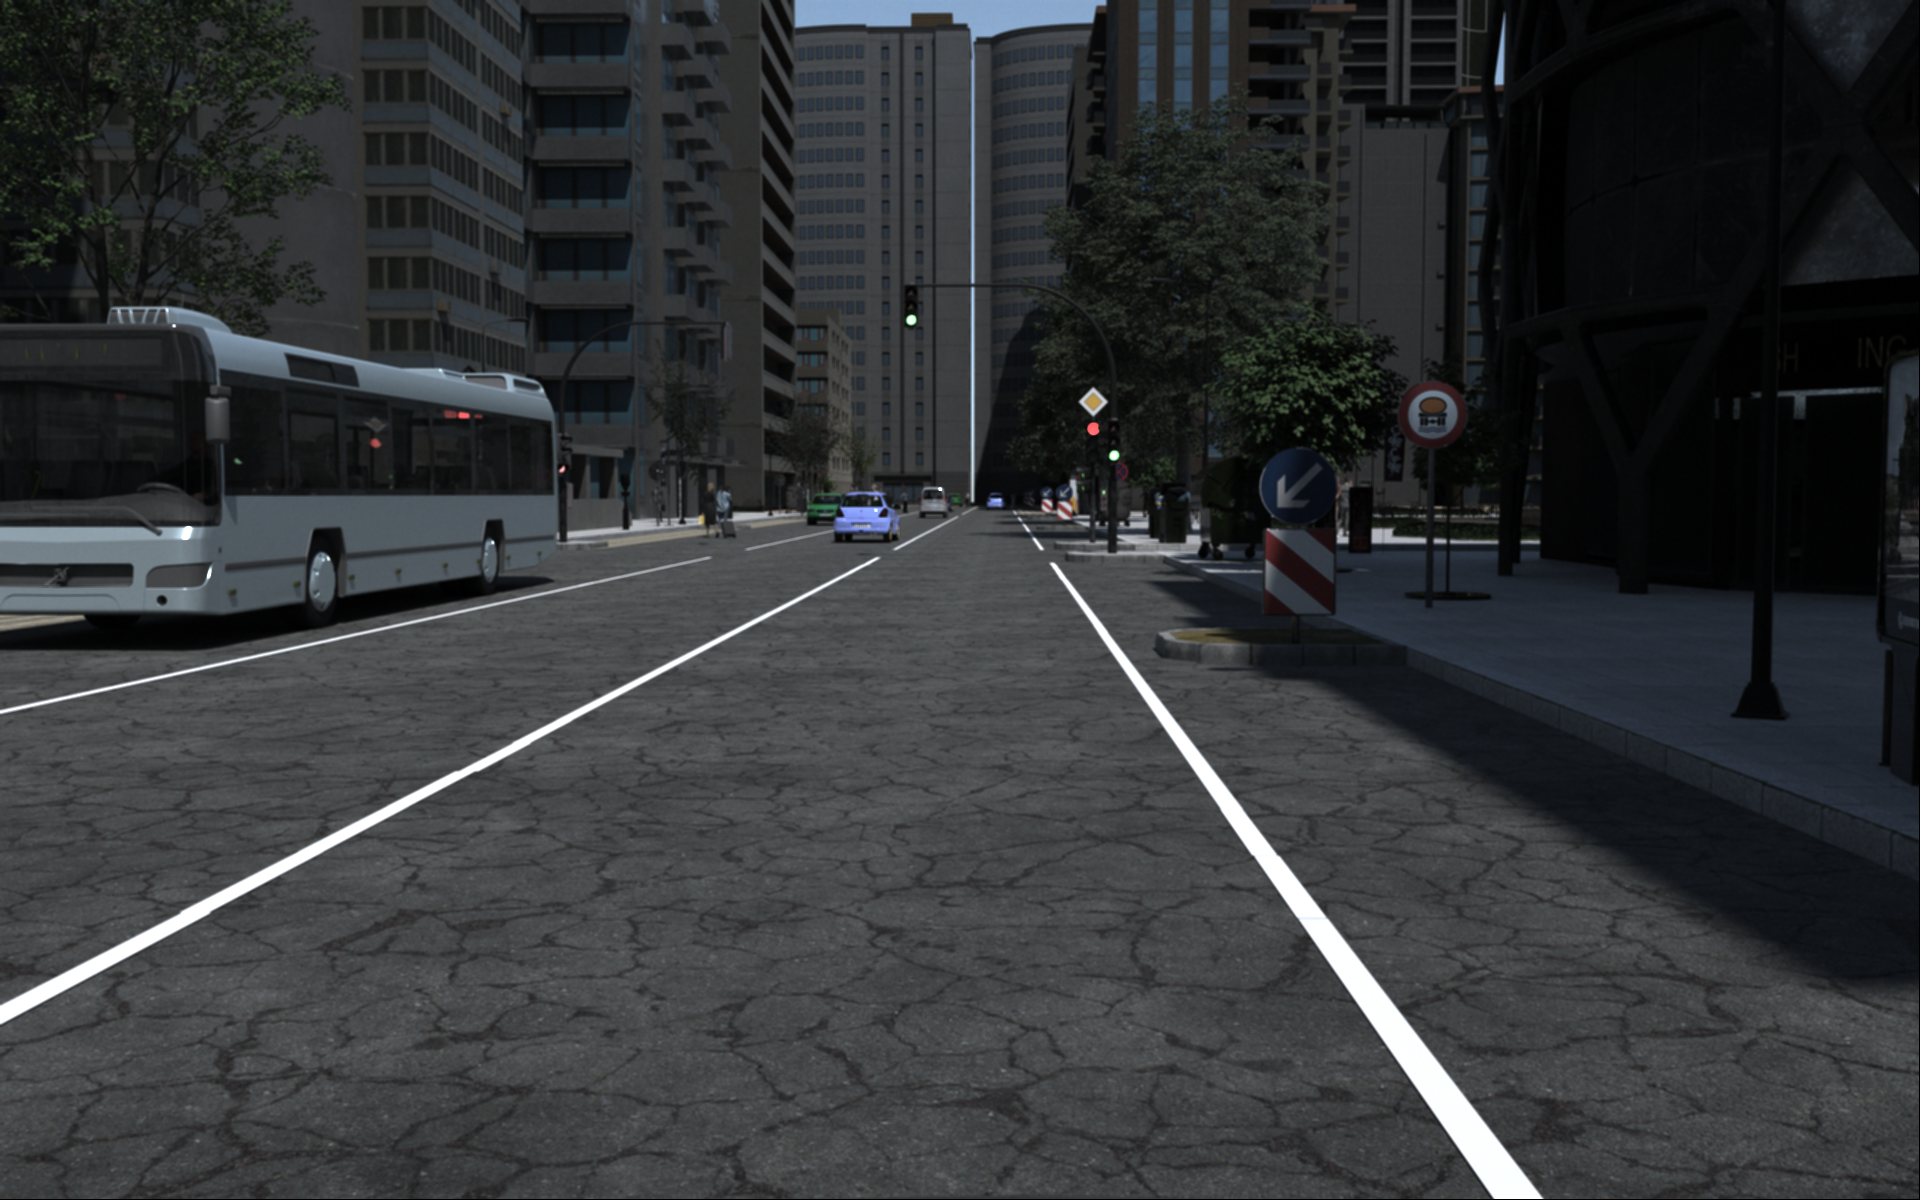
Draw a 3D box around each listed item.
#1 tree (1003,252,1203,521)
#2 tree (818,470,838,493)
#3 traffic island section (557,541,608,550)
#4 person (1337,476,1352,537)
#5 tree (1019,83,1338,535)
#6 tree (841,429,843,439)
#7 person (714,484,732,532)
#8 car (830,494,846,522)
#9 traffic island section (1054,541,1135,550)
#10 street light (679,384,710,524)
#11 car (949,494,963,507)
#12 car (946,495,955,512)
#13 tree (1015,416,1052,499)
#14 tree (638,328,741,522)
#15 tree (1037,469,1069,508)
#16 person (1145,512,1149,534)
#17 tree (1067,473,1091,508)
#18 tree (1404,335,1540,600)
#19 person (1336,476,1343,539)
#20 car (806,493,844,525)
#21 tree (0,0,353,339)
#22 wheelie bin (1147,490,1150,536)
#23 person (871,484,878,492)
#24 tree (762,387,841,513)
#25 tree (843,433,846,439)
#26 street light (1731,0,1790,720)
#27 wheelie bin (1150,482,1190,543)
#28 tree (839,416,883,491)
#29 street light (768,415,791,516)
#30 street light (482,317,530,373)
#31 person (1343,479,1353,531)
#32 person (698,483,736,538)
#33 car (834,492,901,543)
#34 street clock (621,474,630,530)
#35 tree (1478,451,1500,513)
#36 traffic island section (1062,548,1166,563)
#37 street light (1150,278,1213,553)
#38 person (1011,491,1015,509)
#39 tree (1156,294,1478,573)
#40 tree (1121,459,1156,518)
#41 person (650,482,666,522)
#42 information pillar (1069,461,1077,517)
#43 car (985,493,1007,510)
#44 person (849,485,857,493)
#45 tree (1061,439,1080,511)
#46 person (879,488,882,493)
[{"bbox_3d":[6.785,-10.035,81.084,9.611,12.733,9.660,0,3,0],"label":"tree"},{"bbox_3d":[-10.812,-8.855,139.381,1.663,3.219,1.824,0,3,0],"label":"tree"},{"bbox_3d":[-10.528,-1.444,45.888,2.009,0.180,2.903,0,4,1],"label":"traffic island section"},{"bbox_3d":[11.644,-2.821,52.291,0.709,1.813,0.853,3,5,41],"label":"person"},{"bbox_3d":[6.889,-9.018,54.108,9.857,13.997,8.962,0,3,0],"label":"tree"},{"bbox_3d":[-11.042,-10.656,124.584,4.360,8.622,3.978,0,3,0],"label":"tree"},{"bbox_3d":[-8.842,-3.408,64.491,0.793,1.790,0.793,0,4,-8],"label":"person"},{"bbox_3d":[-5.924,-4.990,91.371,2.009,1.686,4.222,0,4,0],"label":"car"},{"bbox_3d":[3.509,-1.423,45.548,2.009,0.180,2.903,0,4,1],"label":"traffic island section"},{"bbox_3d":[-11.226,-6.159,73.245,1.470,5.913,1.316,0,4,1],"label":"street light"},{"bbox_3d":[-0.628,-11.424,195.578,1.959,1.807,4.718,0,4,2],"label":"car"},{"bbox_3d":[-1.462,-7.929,141.641,2.014,1.417,4.499,0,4,3],"label":"car"},{"bbox_3d":[10.283,-16.646,197.917,9.928,11.665,9.643,0,3,0],"label":"tree"},{"bbox_3d":[-12.208,-7.738,76.883,4.360,8.622,3.978,0,3,0],"label":"tree"},{"bbox_3d":[8.621,-10.638,157.645,4.285,4.588,4.351,0,3,0],"label":"tree"},{"bbox_3d":[6.278,-2.798,56.039,0.590,1.304,0.306,1,4,19],"label":"person"},{"bbox_3d":[8.513,-7.730,120.981,1.663,3.219,1.824,0,3,0],"label":"tree"},{"bbox_3d":[5.946,-1.626,21.182,1.663,3.219,1.824,0,3,0],"label":"tree"},{"bbox_3d":[10.707,-2.688,49.968,0.580,1.828,0.573,0,4,-2],"label":"person"},{"bbox_3d":[-6.152,-4.411,80.923,1.959,1.807,4.718,0,4,-1],"label":"car"},{"bbox_3d":[-13.654,-6.237,27.726,9.928,11.665,9.643,0,3,0],"label":"tree"},{"bbox_3d":[5.787,-2.564,49.824,0.693,1.594,0.980,-1,4,-22],"label":"wheelie bin"},{"bbox_3d":[-3.626,-3.945,72.880,0.514,1.842,0.818,0,4,-5],"label":"person"},{"bbox_3d":[-11.179,-10.279,118.424,4.360,8.622,3.978,0,3,0],"label":"tree"},{"bbox_3d":[-10.967,-11.299,135.096,4.360,8.622,3.978,0,3,0],"label":"tree"},{"bbox_3d":[4.078,-2.281,9.836,1.470,5.913,1.316,0,4,1],"label":"street light"},{"bbox_3d":[5.612,-2.280,45.189,0.980,1.594,0.693,-1,4,-12],"label":"wheelie bin"},{"bbox_3d":[-9.550,-13.052,163.768,4.737,8.622,4.395,0,3,0],"label":"tree"},{"bbox_3d":[-10.596,-7.895,101.630,1.470,5.913,1.316,0,4,1],"label":"street light"},{"bbox_3d":[-12.009,-4.473,45.679,1.470,5.913,1.316,0,4,1],"label":"street light"},{"bbox_3d":[13.605,-3.338,60.589,0.622,1.834,0.822,1,4,22],"label":"person"},{"bbox_3d":[-7.975,-2.932,56.664,0.699,1.804,1.509,-2,4,-35],"label":"person"},{"bbox_3d":[-2.786,-2.615,52.346,1.945,1.707,3.694,0,4,3],"label":"car"},{"bbox_3d":[-12.031,-3.532,62.325,0.358,2.002,0.471,-2,4,-26],"label":"street clock"},{"bbox_3d":[35.993,-8.160,117.134,4.285,4.588,4.351,0,3,0],"label":"tree"},{"bbox_3d":[3.318,-0.935,37.565,2.009,0.180,2.903,0,4,1],"label":"traffic island section"},{"bbox_3d":[4.781,-3.967,37.403,1.470,5.913,1.316,0,4,1],"label":"street light"},{"bbox_3d":[4.923,-9.298,161.184,0.551,1.740,0.621,3,5,40],"label":"person"},{"bbox_3d":[5.716,-2.750,28.679,4.285,4.588,4.351,0,3,0],"label":"tree"},{"bbox_3d":[10.011,-6.717,93.544,4.285,4.588,4.351,0,3,0],"label":"tree"},{"bbox_3d":[-13.830,-4.470,79.253,0.709,1.813,0.853,0,4,-7],"label":"person"},{"bbox_3d":[6.468,-6.579,98.925,0.504,3.616,0.183,-2,4,-35],"label":"information pillar"},{"bbox_3d":[3.219,-8.799,153.461,1.945,1.707,3.694,0,4,0],"label":"car"},{"bbox_3d":[-4.812,-4.174,76.544,0.447,1.846,0.655,2,4,31],"label":"person"},{"bbox_3d":[8.491,-10.878,128.211,4.737,8.622,4.395,0,3,0],"label":"tree"},{"bbox_3d":[-4.892,-5.948,105.718,0.622,1.834,0.822,-1,4,-11],"label":"person"}]
